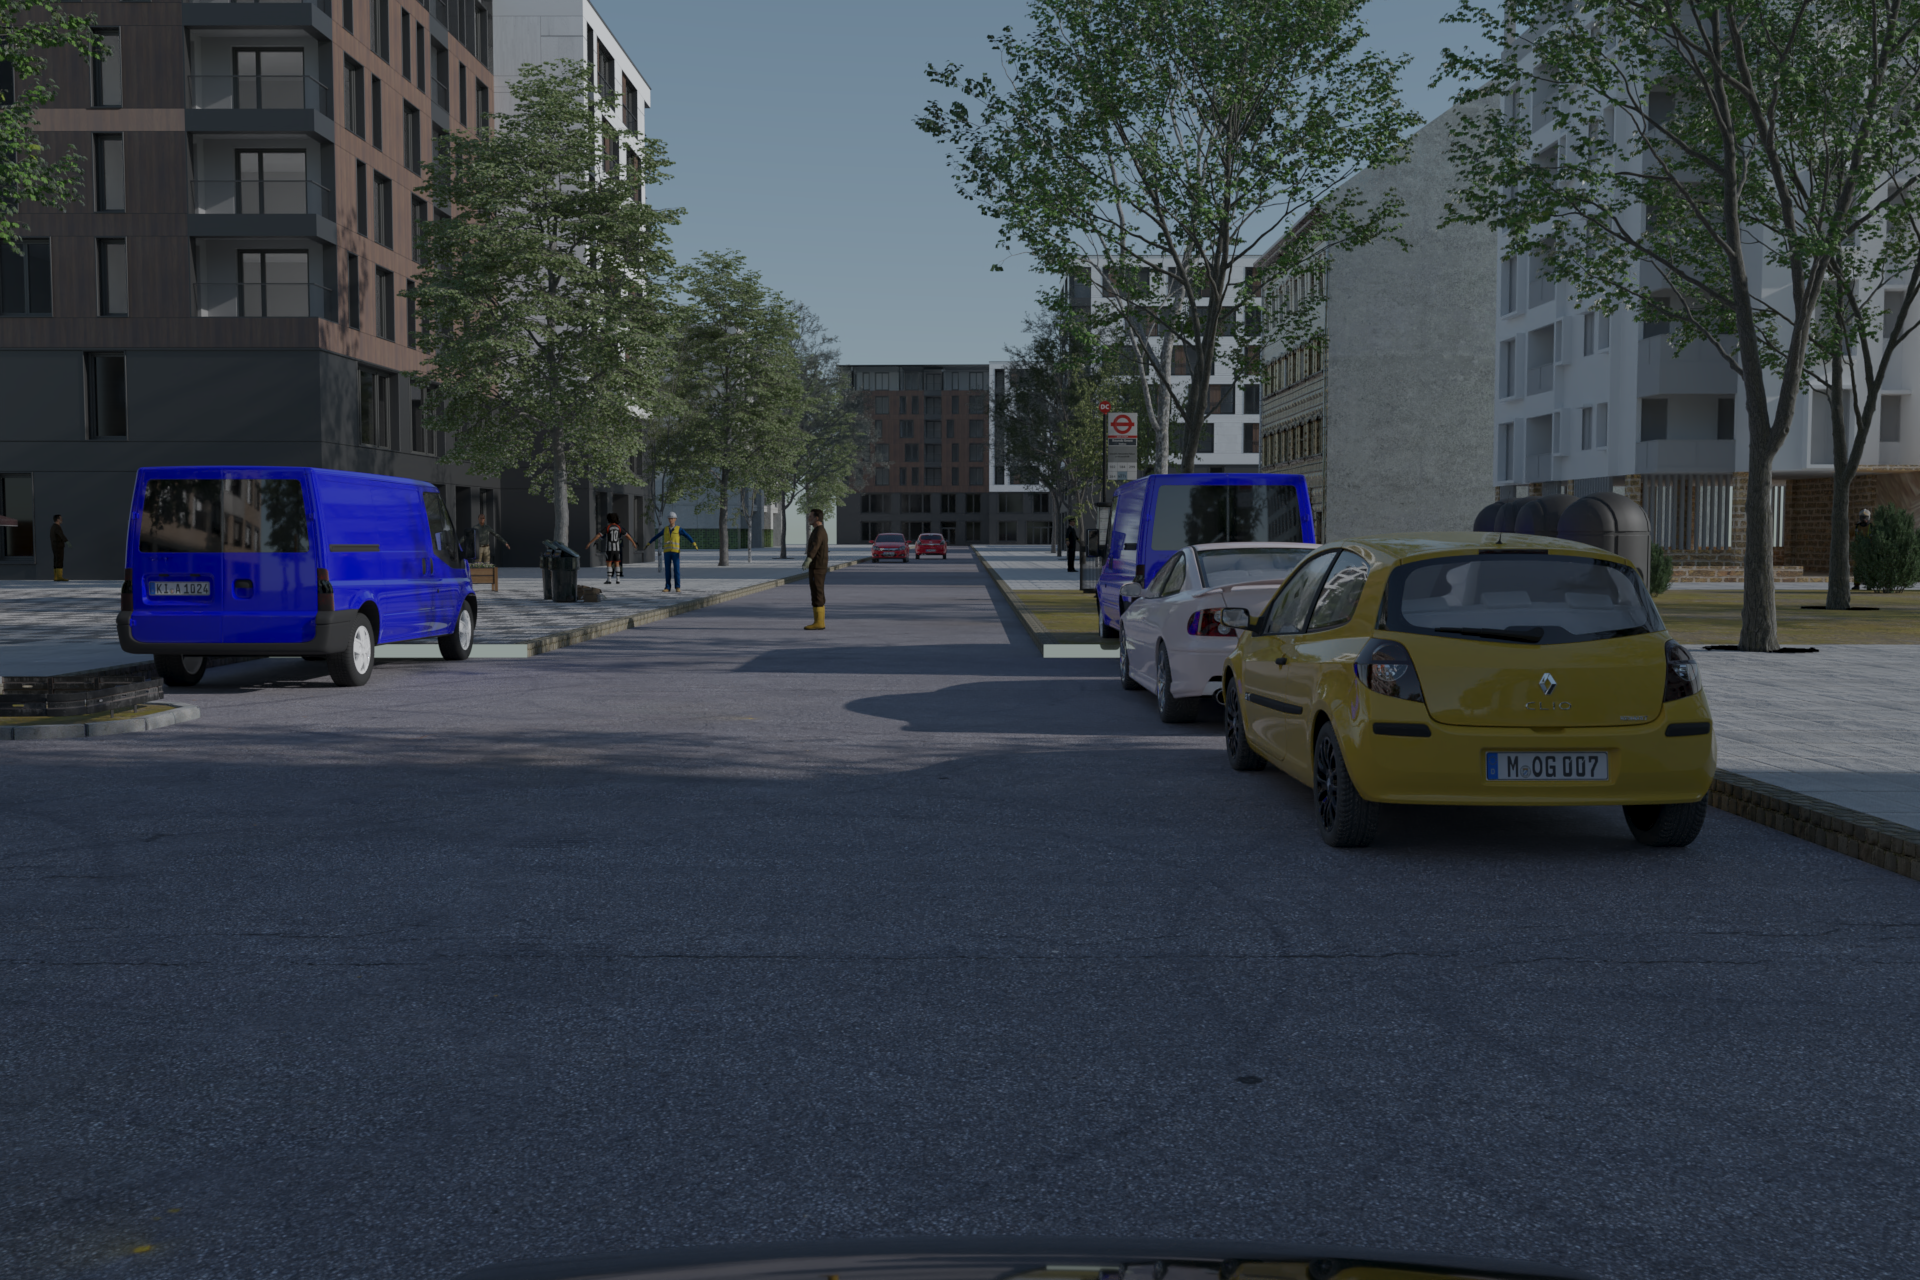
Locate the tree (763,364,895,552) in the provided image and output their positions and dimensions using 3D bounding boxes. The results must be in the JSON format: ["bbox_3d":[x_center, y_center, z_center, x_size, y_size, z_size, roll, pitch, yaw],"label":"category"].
[{"bbox_3d":[-9.703,-13.010,123.085,12.009,13.543,11.850,0,3,0],"label":"tree"}]

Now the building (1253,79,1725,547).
[{"bbox_3d":[26.065,-15.726,88.044,19.493,23.208,18.063,0,4,0],"label":"building"}]

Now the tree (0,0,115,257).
[{"bbox_3d":[-13.094,-5.641,17.986,9.928,11.665,9.643,0,3,0],"label":"tree"}]

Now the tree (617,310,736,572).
[{"bbox_3d":[-10.206,-6.558,57.590,4.360,8.622,3.978,0,3,0],"label":"tree"}]

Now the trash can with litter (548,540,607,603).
[{"bbox_3d":[-7.197,-1.297,32.594,1.055,1.170,0.624,0,4,1],"label":"trash can with litter"}]

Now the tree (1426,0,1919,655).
[{"bbox_3d":[8.892,-5.687,18.738,9.928,11.665,9.643,0,3,0],"label":"tree"}]

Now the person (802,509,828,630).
[{"bbox_3d":[-2.171,-1.061,25.943,0.704,1.812,1.346,0,4,2],"label":"person"}]

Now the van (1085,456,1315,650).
[{"bbox_3d":[2.668,-0.941,19.775,2.240,2.365,5.245,0,4,-1],"label":"van"}]

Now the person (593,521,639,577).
[{"bbox_3d":[-10.302,-2.819,51.865,1.354,1.856,0.705,0,4,-6],"label":"person"}]

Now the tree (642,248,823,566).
[{"bbox_3d":[-9.145,-9.253,69.411,7.486,12.596,7.792,0,3,0],"label":"tree"}]

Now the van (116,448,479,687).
[{"bbox_3d":[-6.542,-0.828,17.929,2.240,2.365,5.245,0,3,0],"label":"van"}]

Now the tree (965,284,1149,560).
[{"bbox_3d":[5.384,-10.756,86.227,12.009,13.543,11.850,0,3,0],"label":"tree"}]

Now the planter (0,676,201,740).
[{"bbox_3d":[-6.920,0.496,13.027,1.991,0.319,1.994,0,4,0],"label":"planter"}]

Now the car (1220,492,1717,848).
[{"bbox_3d":[2.499,0.053,9.349,2.015,1.641,3.980,0,4,-1],"label":"car"}]

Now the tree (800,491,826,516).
[{"bbox_3d":[-17.601,-16.340,217.513,4.360,8.622,3.978,0,3,0],"label":"tree"}]

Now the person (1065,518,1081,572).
[{"bbox_3d":[3.794,-3.211,58.432,0.705,1.837,1.347,2,4,24],"label":"person"}]

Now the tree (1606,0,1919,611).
[{"bbox_3d":[15.117,-6.323,29.133,9.928,11.665,9.643,0,3,0],"label":"tree"}]

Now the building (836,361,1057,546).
[{"bbox_3d":[1.866,-22.688,217.377,32.646,21.610,27.936,0,4,3],"label":"building"}]

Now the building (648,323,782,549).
[{"bbox_3d":[-26.826,-18.017,161.037,16.747,18.905,31.486,0,4,1],"label":"building"}]

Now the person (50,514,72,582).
[{"bbox_3d":[-24.357,-2.490,46.844,0.704,1.812,1.346,-3,5,-45],"label":"person"}]

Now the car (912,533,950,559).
[{"bbox_3d":[-1.665,-5.541,99.635,2.155,1.783,4.494,0,4,-1],"label":"car"}]

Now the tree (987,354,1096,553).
[{"bbox_3d":[6.330,-12.521,115.085,12.009,13.543,11.850,0,3,0],"label":"tree"}]

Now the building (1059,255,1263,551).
[{"bbox_3d":[22.029,-18.304,143.249,27.936,21.610,32.646,0,4,0],"label":"building"}]

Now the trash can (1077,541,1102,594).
[{"bbox_3d":[2.893,-1.581,37.496,0.748,1.137,0.748,0,3,0],"label":"trash can"}]

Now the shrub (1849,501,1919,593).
[{"bbox_3d":[20.189,-2.032,37.641,1.690,2.028,1.600,0,3,0],"label":"shrub"}]

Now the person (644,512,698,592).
[{"bbox_3d":[-6.385,-1.947,38.290,1.216,1.772,0.721,0,4,6],"label":"person"}]

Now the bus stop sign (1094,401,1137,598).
[{"bbox_3d":[3.120,-2.819,34.795,0.855,3.939,0.416,0,4,-2],"label":"bus stop sign"}]

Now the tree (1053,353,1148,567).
[{"bbox_3d":[5.448,-7.168,67.560,4.737,8.622,4.395,0,3,0],"label":"tree"}]

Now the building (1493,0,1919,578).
[{"bbox_3d":[23.648,-12.337,58.130,16.016,20.090,11.380,0,4,0],"label":"building"}]

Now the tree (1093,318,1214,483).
[{"bbox_3d":[6.349,-6.675,59.503,4.737,8.622,4.395,0,3,0],"label":"tree"}]

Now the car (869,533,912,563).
[{"bbox_3d":[-3.519,-4.822,87.878,2.155,1.783,4.494,0,3,0],"label":"car"}]

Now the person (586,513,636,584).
[{"bbox_3d":[-8.916,-2.340,44.407,1.345,1.843,0.704,-2,4,-31],"label":"person"}]

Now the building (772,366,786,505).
[{"bbox_3d":[-24.748,-19.961,182.774,16.016,20.090,11.380,0,3,0],"label":"building"}]

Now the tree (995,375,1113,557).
[{"bbox_3d":[5.782,-9.997,97.858,8.767,10.594,7.601,2,4,24],"label":"tree"}]

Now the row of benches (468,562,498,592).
[{"bbox_3d":[-12.083,-1.374,37.926,4.104,0.672,1.422,-1,4,-21],"label":"row of benches"}]

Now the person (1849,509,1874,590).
[{"bbox_3d":[20.769,-2.082,39.811,1.354,1.858,0.705,3,4,38],"label":"person"}]

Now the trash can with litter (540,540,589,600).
[{"bbox_3d":[-7.674,-1.376,33.885,1.055,1.170,0.624,0,4,0],"label":"trash can with litter"}]

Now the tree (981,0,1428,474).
[{"bbox_3d":[3.927,-6.294,28.663,9.928,11.665,9.643,0,3,0],"label":"tree"}]

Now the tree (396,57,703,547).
[{"bbox_3d":[-9.885,-7.558,41.705,7.486,12.596,7.792,0,3,0],"label":"tree"}]

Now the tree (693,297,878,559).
[{"bbox_3d":[-9.000,-10.943,89.290,12.009,13.543,11.850,0,3,0],"label":"tree"}]

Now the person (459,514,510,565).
[{"bbox_3d":[-12.263,-2.336,44.469,1.348,1.796,0.705,-2,4,-25],"label":"person"}]

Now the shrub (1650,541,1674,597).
[{"bbox_3d":[13.974,-1.471,35.163,1.383,1.207,1.383,0,3,0],"label":"shrub"}]

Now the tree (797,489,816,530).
[{"bbox_3d":[-17.524,-16.061,212.951,4.360,8.622,3.978,0,3,0],"label":"tree"}]

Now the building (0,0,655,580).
[{"bbox_3d":[-28.108,-13.435,63.638,27.936,21.610,32.646,0,3,0],"label":"building"}]

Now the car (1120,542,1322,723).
[{"bbox_3d":[2.430,-0.131,14.501,2.083,1.381,4.827,0,4,-1],"label":"car"}]

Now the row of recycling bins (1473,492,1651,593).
[{"bbox_3d":[6.255,-0.686,18.334,1.069,1.692,3.534,0,4,0],"label":"row of recycling bins"}]

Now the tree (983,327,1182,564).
[{"bbox_3d":[5.275,-8.558,74.331,8.767,10.594,7.601,0,4,-1],"label":"tree"}]

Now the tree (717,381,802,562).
[{"bbox_3d":[-9.643,-7.805,77.973,4.360,8.622,3.978,0,3,0],"label":"tree"}]

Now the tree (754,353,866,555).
[{"bbox_3d":[-9.665,-11.650,108.599,7.486,12.596,7.792,0,3,0],"label":"tree"}]

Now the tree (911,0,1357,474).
[{"bbox_3d":[4.851,-11.658,46.502,12.611,20.169,13.585,0,3,0],"label":"tree"}]
